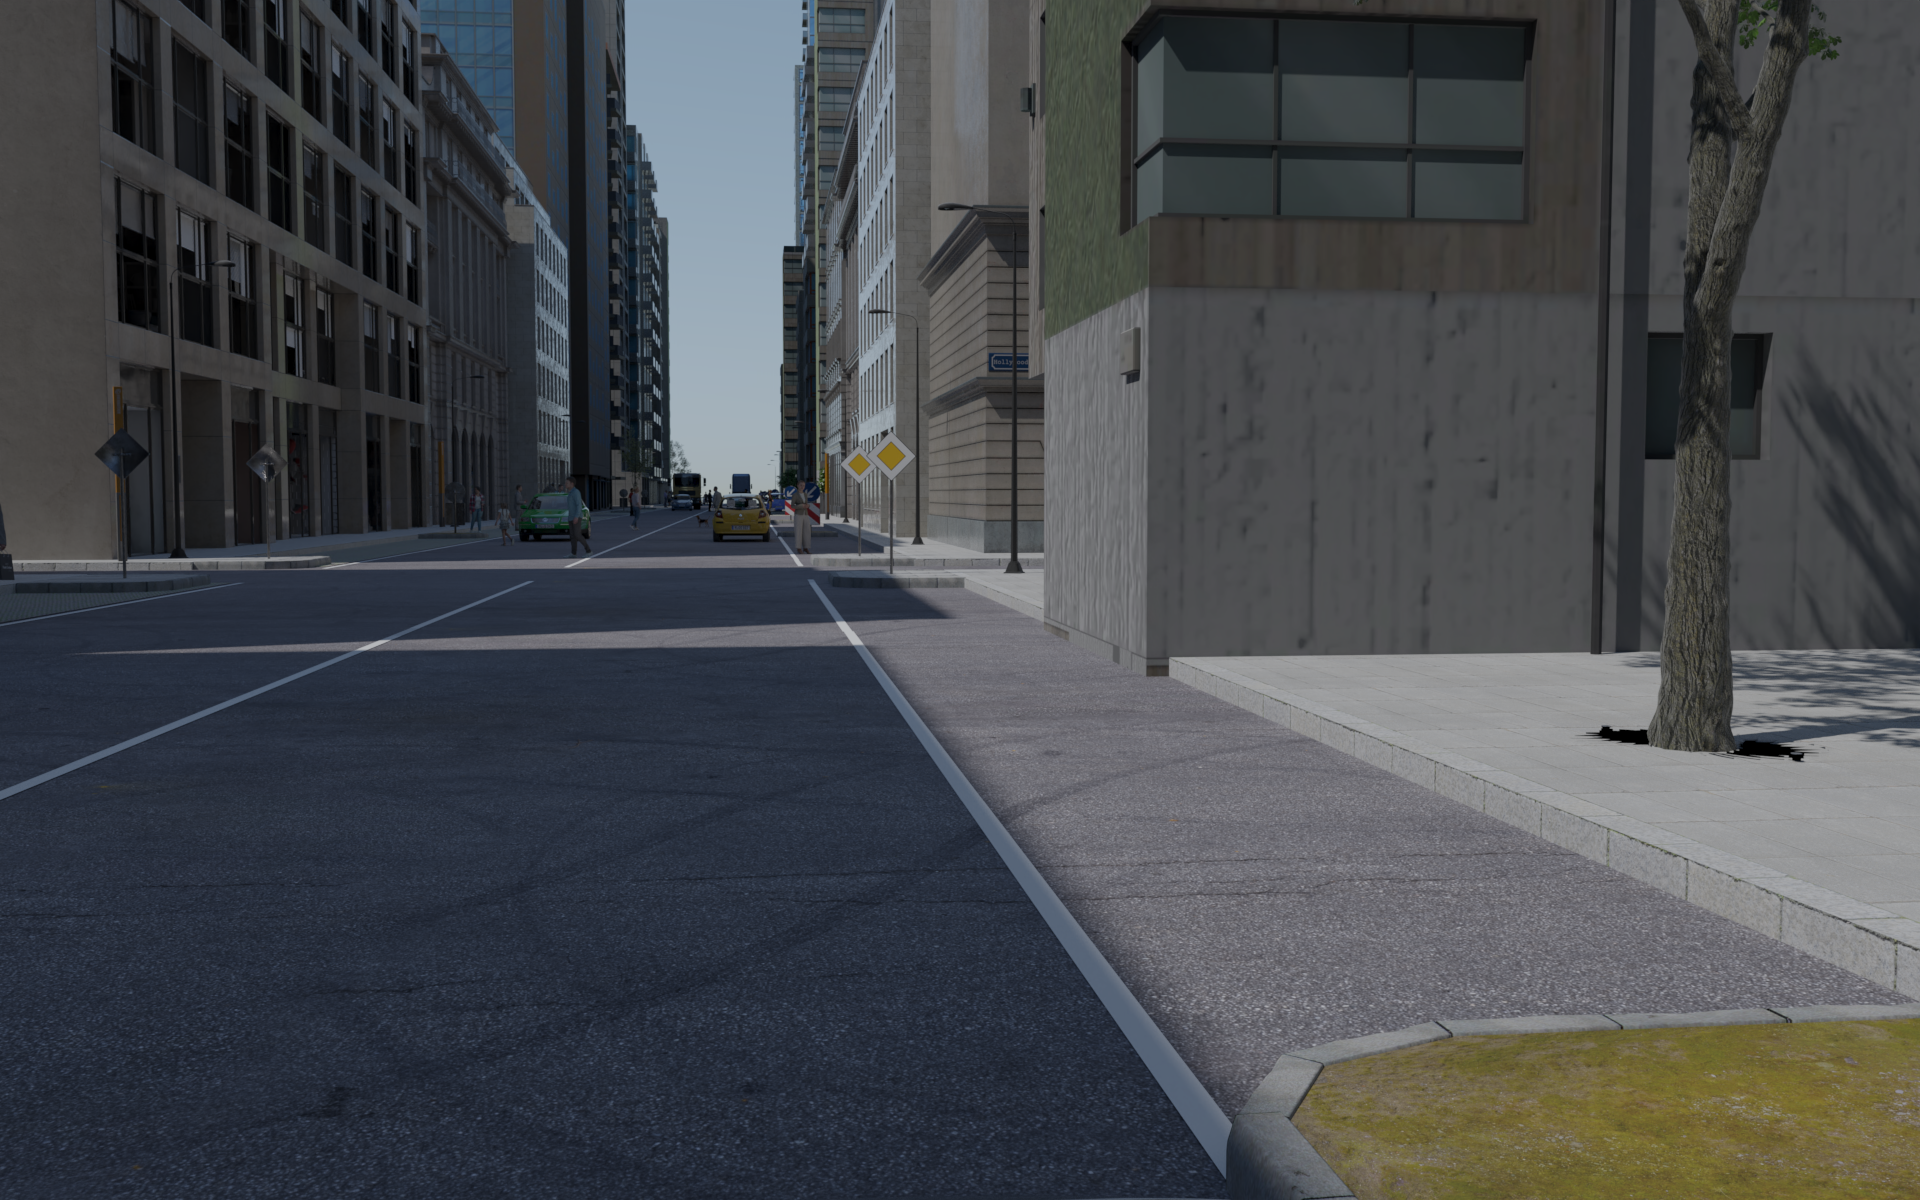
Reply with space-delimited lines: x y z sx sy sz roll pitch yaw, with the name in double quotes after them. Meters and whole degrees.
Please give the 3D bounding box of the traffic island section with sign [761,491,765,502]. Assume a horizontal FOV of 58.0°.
-14.501 -7.713 134.735 1.989 1.847 2.006 0 4 -7 "traffic island section with sign"

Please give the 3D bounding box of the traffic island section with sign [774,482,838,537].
-5.166 -3.044 58.396 1.989 1.847 2.006 0 4 -7 "traffic island section with sign"

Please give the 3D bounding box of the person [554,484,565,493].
-16.692 -3.916 72.394 0.638 1.841 0.748 0 4 4 "person"

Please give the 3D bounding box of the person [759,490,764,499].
-21.357 -10.882 186.285 0.599 1.838 0.709 2 4 27 "person"

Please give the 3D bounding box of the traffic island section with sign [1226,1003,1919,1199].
1.587 0.331 3.216 1.989 1.847 2.006 0 4 -7 "traffic island section with sign"

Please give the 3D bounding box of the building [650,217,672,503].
-48.948 -34.520 247.991 14.154 41.232 14.086 0 4 -7 "building"

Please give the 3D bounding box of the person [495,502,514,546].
-12.635 -2.110 48.008 0.382 1.210 0.505 3 5 40 "person"

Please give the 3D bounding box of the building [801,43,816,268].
-4.233 -33.758 171.553 23.786 49.044 30.456 0 4 -7 "building"

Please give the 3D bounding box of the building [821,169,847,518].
-2.886 -15.467 102.030 9.793 20.994 18.267 0 4 -7 "building"

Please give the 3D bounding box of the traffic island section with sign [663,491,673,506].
-35.789 -12.604 214.701 1.989 1.847 2.006 0 4 -7 "traffic island section with sign"

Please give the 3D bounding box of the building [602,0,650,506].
-46.679 -46.531 199.040 20.563 71.187 20.611 0 4 -7 "building"

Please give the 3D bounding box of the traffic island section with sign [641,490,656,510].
-29.146 -9.280 160.362 1.989 1.847 2.006 0 4 -7 "traffic island section with sign"

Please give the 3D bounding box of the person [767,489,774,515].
-12.672 -6.571 116.465 0.721 1.766 1.217 -1 4 -14 "person"

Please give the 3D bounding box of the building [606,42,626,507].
-43.788 -31.210 164.913 22.147 44.769 28.867 0 4 -7 "building"

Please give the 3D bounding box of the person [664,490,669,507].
-31.113 -10.732 183.832 0.599 1.838 0.709 0 4 5 "person"

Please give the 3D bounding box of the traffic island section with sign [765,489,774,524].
-8.437 -4.680 85.153 1.989 1.847 2.006 0 4 -7 "traffic island section with sign"

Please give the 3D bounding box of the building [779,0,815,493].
-15.170 -57.518 253.089 22.319 86.520 31.000 0 4 -7 "building"

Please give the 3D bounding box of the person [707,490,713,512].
-20.486 -8.165 142.128 0.705 1.807 1.348 1 4 13 "person"

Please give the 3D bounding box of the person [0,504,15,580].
-10.495 -0.607 18.611 0.709 1.800 0.728 -1 4 -11 "person"

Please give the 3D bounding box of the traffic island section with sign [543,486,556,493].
-19.732 -4.577 83.464 1.989 1.847 2.006 0 4 -7 "traffic island section with sign"

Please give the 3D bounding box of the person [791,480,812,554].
-3.757 -1.966 41.197 0.519 1.759 0.362 -3 5 -43 "person"

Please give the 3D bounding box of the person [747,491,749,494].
-22.192 -10.494 180.809 0.721 1.736 1.217 2 4 35 "person"

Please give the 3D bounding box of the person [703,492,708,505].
-33.488 -13.400 228.147 0.990 1.755 0.434 2 4 28 "person"

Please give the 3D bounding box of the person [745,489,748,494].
-16.506 -7.645 133.455 0.705 1.831 1.348 -2 4 -27 "person"

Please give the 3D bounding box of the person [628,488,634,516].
-21.092 -6.308 111.573 0.705 1.831 1.348 1 4 15 "person"

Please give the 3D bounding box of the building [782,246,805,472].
-13.759 -26.393 203.233 14.160 30.474 14.107 0 4 -7 "building"

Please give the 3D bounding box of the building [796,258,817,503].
0.760 -18.231 143.121 27.650 21.520 28.899 0 4 -7 "building"

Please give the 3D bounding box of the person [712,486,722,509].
-11.639 -4.548 82.958 0.391 1.810 0.635 1 4 17 "person"

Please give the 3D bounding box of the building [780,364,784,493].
-9.254 -23.281 225.678 27.650 21.520 28.899 0 4 -7 "building"

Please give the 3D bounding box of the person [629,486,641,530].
-12.838 -3.626 68.463 0.731 1.740 0.598 3 4 39 "person"

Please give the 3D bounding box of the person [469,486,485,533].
-17.641 -3.298 63.261 0.563 1.720 0.643 -2 4 -27 "person"

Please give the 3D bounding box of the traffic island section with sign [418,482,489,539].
-16.392 -2.908 56.174 1.989 1.847 2.006 0 4 -7 "traffic island section with sign"

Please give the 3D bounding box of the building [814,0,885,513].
-3.086 -26.718 120.439 14.154 41.232 14.086 0 4 -7 "building"

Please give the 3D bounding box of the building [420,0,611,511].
-36.855 -30.213 144.088 14.600 45.320 14.200 0 4 -7 "building"

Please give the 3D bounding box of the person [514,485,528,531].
-17.009 -3.575 67.147 0.583 1.804 0.606 -1 4 -18 "person"

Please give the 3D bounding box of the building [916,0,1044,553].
16.699 -13.752 43.923 34.723 24.649 14.460 0 4 -7 "building"

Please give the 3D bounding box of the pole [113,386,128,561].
-15.984 -2.392 32.958 0.158 3.312 0.155 0 3 0 "pole"

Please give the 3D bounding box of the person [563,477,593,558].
-8.562 -1.852 38.792 0.620 1.820 0.660 -2 4 -32 "person"

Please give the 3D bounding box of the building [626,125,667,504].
-50.691 -37.021 224.902 23.786 49.044 30.456 0 4 -7 "building"

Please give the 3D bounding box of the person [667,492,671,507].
-33.167 -11.481 197.006 0.721 1.735 1.217 -3 4 -36 "person"

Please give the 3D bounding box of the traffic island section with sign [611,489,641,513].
-25.822 -7.623 133.260 1.989 1.847 2.006 0 4 -7 "traffic island section with sign"

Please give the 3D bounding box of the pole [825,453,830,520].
-6.619 -5.658 86.359 0.158 3.312 0.155 0 3 0 "pole"

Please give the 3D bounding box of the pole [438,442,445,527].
-20.129 -4.489 67.245 0.158 3.312 0.155 0 3 0 "pole"
